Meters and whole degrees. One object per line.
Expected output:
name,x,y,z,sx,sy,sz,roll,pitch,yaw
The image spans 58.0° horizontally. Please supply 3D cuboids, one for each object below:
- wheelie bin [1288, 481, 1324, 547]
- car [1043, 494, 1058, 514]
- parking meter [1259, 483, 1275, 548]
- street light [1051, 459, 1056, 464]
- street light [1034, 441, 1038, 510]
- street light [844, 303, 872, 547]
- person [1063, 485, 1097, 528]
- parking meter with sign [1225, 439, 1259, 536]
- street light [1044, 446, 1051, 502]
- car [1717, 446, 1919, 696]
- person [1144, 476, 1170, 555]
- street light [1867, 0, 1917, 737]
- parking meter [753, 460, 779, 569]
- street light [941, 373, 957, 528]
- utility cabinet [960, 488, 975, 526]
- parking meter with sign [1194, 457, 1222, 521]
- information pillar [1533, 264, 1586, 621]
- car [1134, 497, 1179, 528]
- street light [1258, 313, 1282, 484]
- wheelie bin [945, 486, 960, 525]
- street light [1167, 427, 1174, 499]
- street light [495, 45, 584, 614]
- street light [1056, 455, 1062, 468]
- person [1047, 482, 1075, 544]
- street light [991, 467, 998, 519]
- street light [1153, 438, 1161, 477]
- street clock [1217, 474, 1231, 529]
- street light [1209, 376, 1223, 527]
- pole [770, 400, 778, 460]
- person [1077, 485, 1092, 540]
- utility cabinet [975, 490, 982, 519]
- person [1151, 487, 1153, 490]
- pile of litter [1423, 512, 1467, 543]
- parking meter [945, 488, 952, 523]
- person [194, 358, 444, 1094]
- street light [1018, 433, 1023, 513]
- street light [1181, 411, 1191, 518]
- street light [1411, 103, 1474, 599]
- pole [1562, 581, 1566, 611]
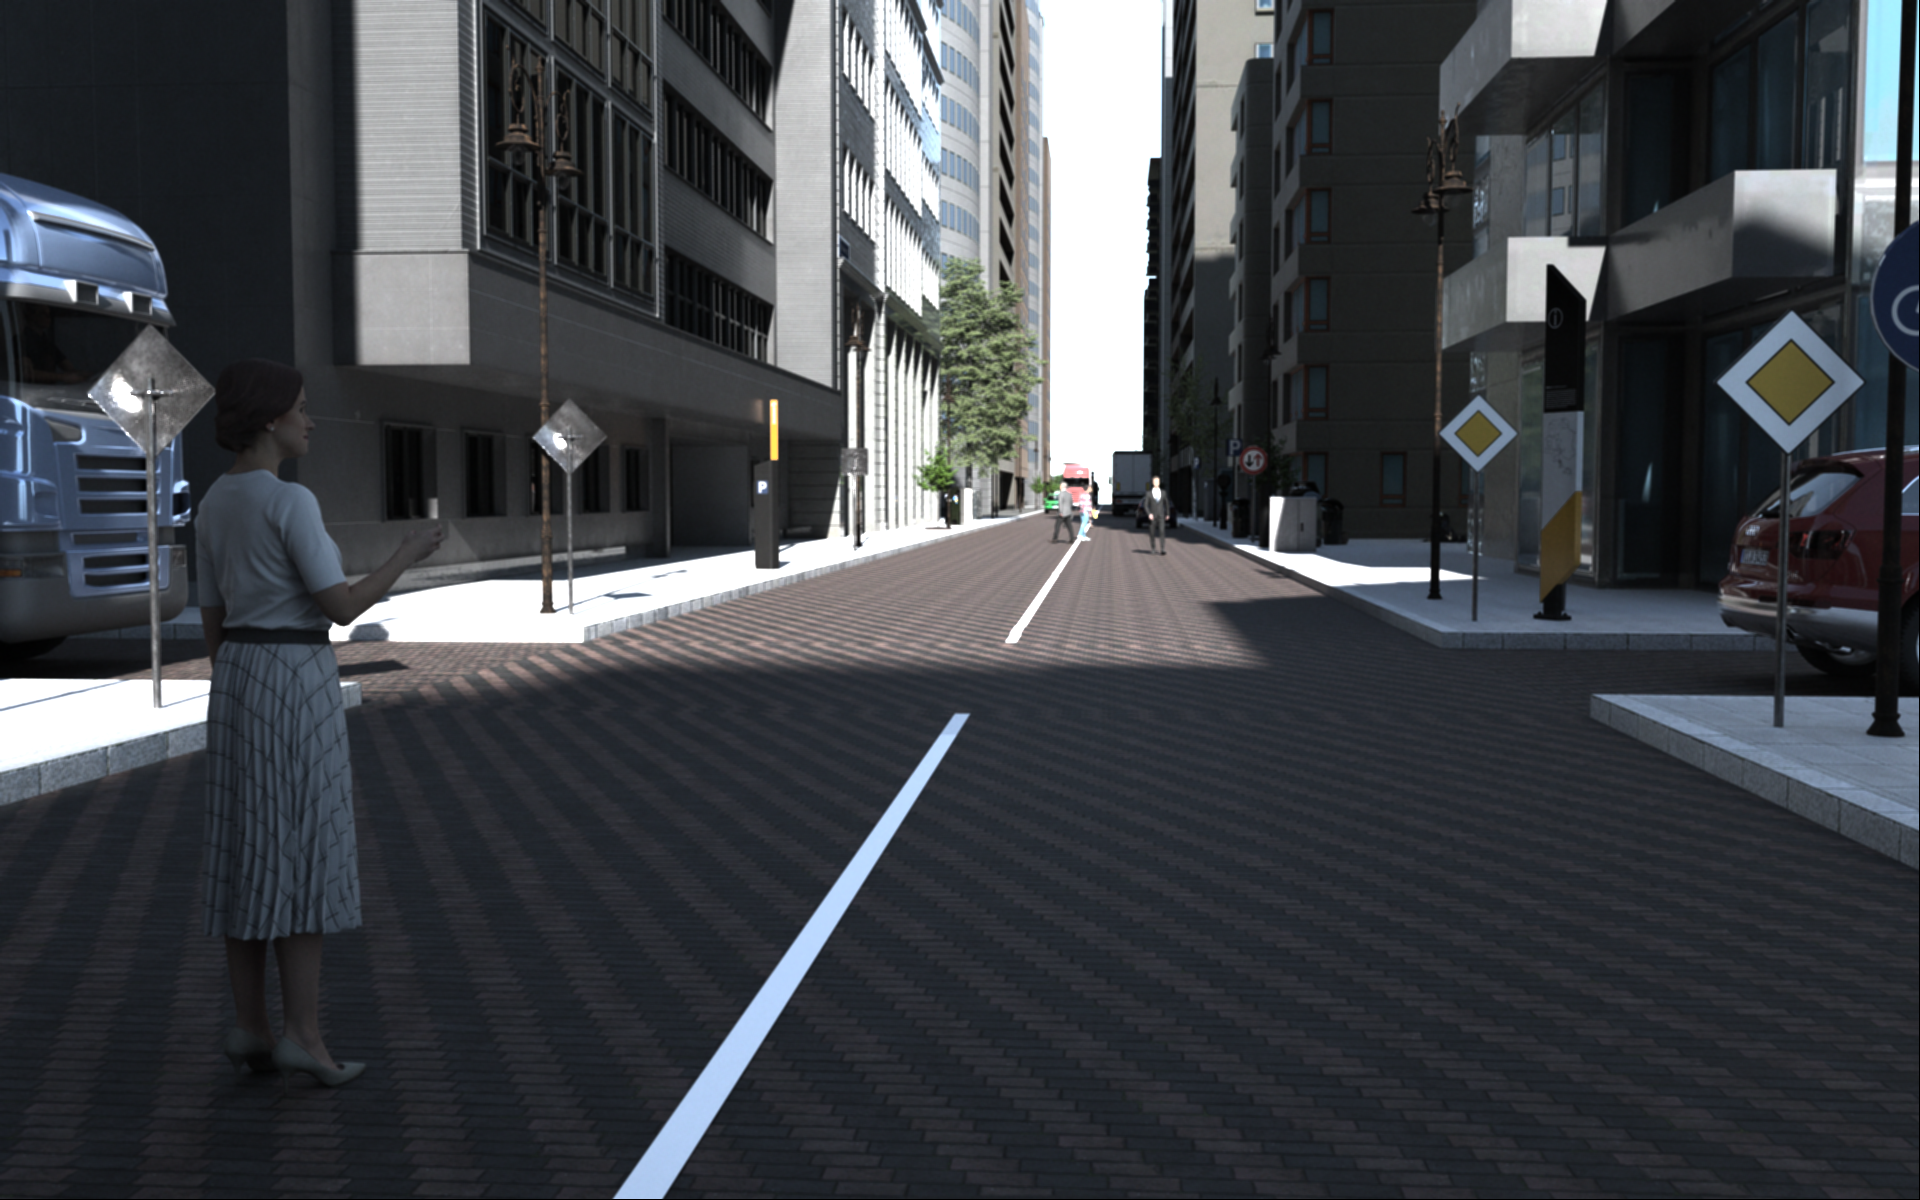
wheelie bin,8.342,-2.075,41.838,0.693,1.594,0.980,-3,5,-39
car,7.199,-7.326,128.580,1.959,1.807,4.718,0,4,5
parking meter,7.378,-2.029,41.587,0.372,1.533,0.369,0,3,0
street light,9.294,-12.550,177.976,0.468,5.910,1.993,0,4,5
street light,6.267,-10.384,142.560,0.468,5.910,1.993,0,4,5
street light,-2.468,-4.232,41.973,0.468,5.910,1.993,0,4,5
person,5.117,-3.980,73.790,1.509,1.804,0.699,-1,4,-8
parking meter with sign,8.946,-3.528,53.949,0.543,3.016,1.738,-1,4,-21
street light,8.203,-11.832,166.242,0.468,5.910,1.993,0,4,5
car,8.423,-0.243,12.644,5.304,1.827,2.281,0,4,5
person,4.668,-1.993,40.856,0.659,1.850,0.755,0,4,-3
street light,4.928,-2.217,9.043,0.468,5.910,1.993,0,4,5
parking meter,-3.310,-1.460,29.581,0.399,1.863,0.255,2,4,28
street light,-0.424,-5.708,66.111,0.468,5.910,1.993,0,4,5
utility cabinet,0.256,-3.680,68.852,0.318,1.500,1.173,-1,4,-8
parking meter with sign,12.007,-5.265,82.341,1.738,3.016,0.543,-1,4,-21
information pillar,6.093,-1.601,17.534,0.183,3.616,0.504,-2,4,-24
car,8.443,-3.788,74.517,1.945,1.354,3.894,0,4,6
street light,7.950,-4.387,44.519,0.468,5.910,1.993,0,4,5
wheelie bin,-0.185,-3.881,71.360,0.693,1.594,0.980,-1,4,-23
street light,14.545,-8.996,119.866,0.468,5.910,1.993,0,4,5
street light,-4.436,-2.793,18.458,0.468,5.910,1.993,0,4,5
street light,11.291,-13.996,201.615,0.468,5.910,1.993,0,4,5
person,2.965,-2.537,50.371,0.834,1.777,0.661,2,4,34
street light,2.003,-7.459,94.745,0.468,5.910,1.993,0,4,5
street light,16.430,-10.434,143.388,0.468,5.910,1.993,0,4,5
street clock,9.574,-3.567,62.883,0.471,2.002,0.358,3,4,38
street light,10.039,-5.825,68.024,0.468,5.910,1.993,0,4,5
pole,-4.033,-2.678,37.633,0.158,3.312,0.155,0,3,0
person,3.853,-2.713,53.689,0.643,1.720,0.563,-2,4,-24
utility cabinet,0.623,-4.798,87.122,0.318,1.500,1.173,-2,4,-34
person,9.964,-4.924,89.341,0.374,1.781,0.599,1,4,13
pile of litter,13.047,-1.983,46.379,1.176,0.858,1.719,-1,4,-10
parking meter,-0.481,-4.132,75.977,0.372,1.533,0.369,0,3,0
person,-1.592,0.295,4.249,0.480,1.755,0.524,2,4,30
street light,4.156,-8.935,118.879,0.468,5.910,1.993,0,4,5
street light,12.481,-7.550,96.237,0.468,5.910,1.993,0,4,5
street light,5.809,-2.950,21.019,0.468,5.910,1.993,0,4,5
pole,6.592,-1.539,19.009,0.158,3.312,0.155,0,3,0
